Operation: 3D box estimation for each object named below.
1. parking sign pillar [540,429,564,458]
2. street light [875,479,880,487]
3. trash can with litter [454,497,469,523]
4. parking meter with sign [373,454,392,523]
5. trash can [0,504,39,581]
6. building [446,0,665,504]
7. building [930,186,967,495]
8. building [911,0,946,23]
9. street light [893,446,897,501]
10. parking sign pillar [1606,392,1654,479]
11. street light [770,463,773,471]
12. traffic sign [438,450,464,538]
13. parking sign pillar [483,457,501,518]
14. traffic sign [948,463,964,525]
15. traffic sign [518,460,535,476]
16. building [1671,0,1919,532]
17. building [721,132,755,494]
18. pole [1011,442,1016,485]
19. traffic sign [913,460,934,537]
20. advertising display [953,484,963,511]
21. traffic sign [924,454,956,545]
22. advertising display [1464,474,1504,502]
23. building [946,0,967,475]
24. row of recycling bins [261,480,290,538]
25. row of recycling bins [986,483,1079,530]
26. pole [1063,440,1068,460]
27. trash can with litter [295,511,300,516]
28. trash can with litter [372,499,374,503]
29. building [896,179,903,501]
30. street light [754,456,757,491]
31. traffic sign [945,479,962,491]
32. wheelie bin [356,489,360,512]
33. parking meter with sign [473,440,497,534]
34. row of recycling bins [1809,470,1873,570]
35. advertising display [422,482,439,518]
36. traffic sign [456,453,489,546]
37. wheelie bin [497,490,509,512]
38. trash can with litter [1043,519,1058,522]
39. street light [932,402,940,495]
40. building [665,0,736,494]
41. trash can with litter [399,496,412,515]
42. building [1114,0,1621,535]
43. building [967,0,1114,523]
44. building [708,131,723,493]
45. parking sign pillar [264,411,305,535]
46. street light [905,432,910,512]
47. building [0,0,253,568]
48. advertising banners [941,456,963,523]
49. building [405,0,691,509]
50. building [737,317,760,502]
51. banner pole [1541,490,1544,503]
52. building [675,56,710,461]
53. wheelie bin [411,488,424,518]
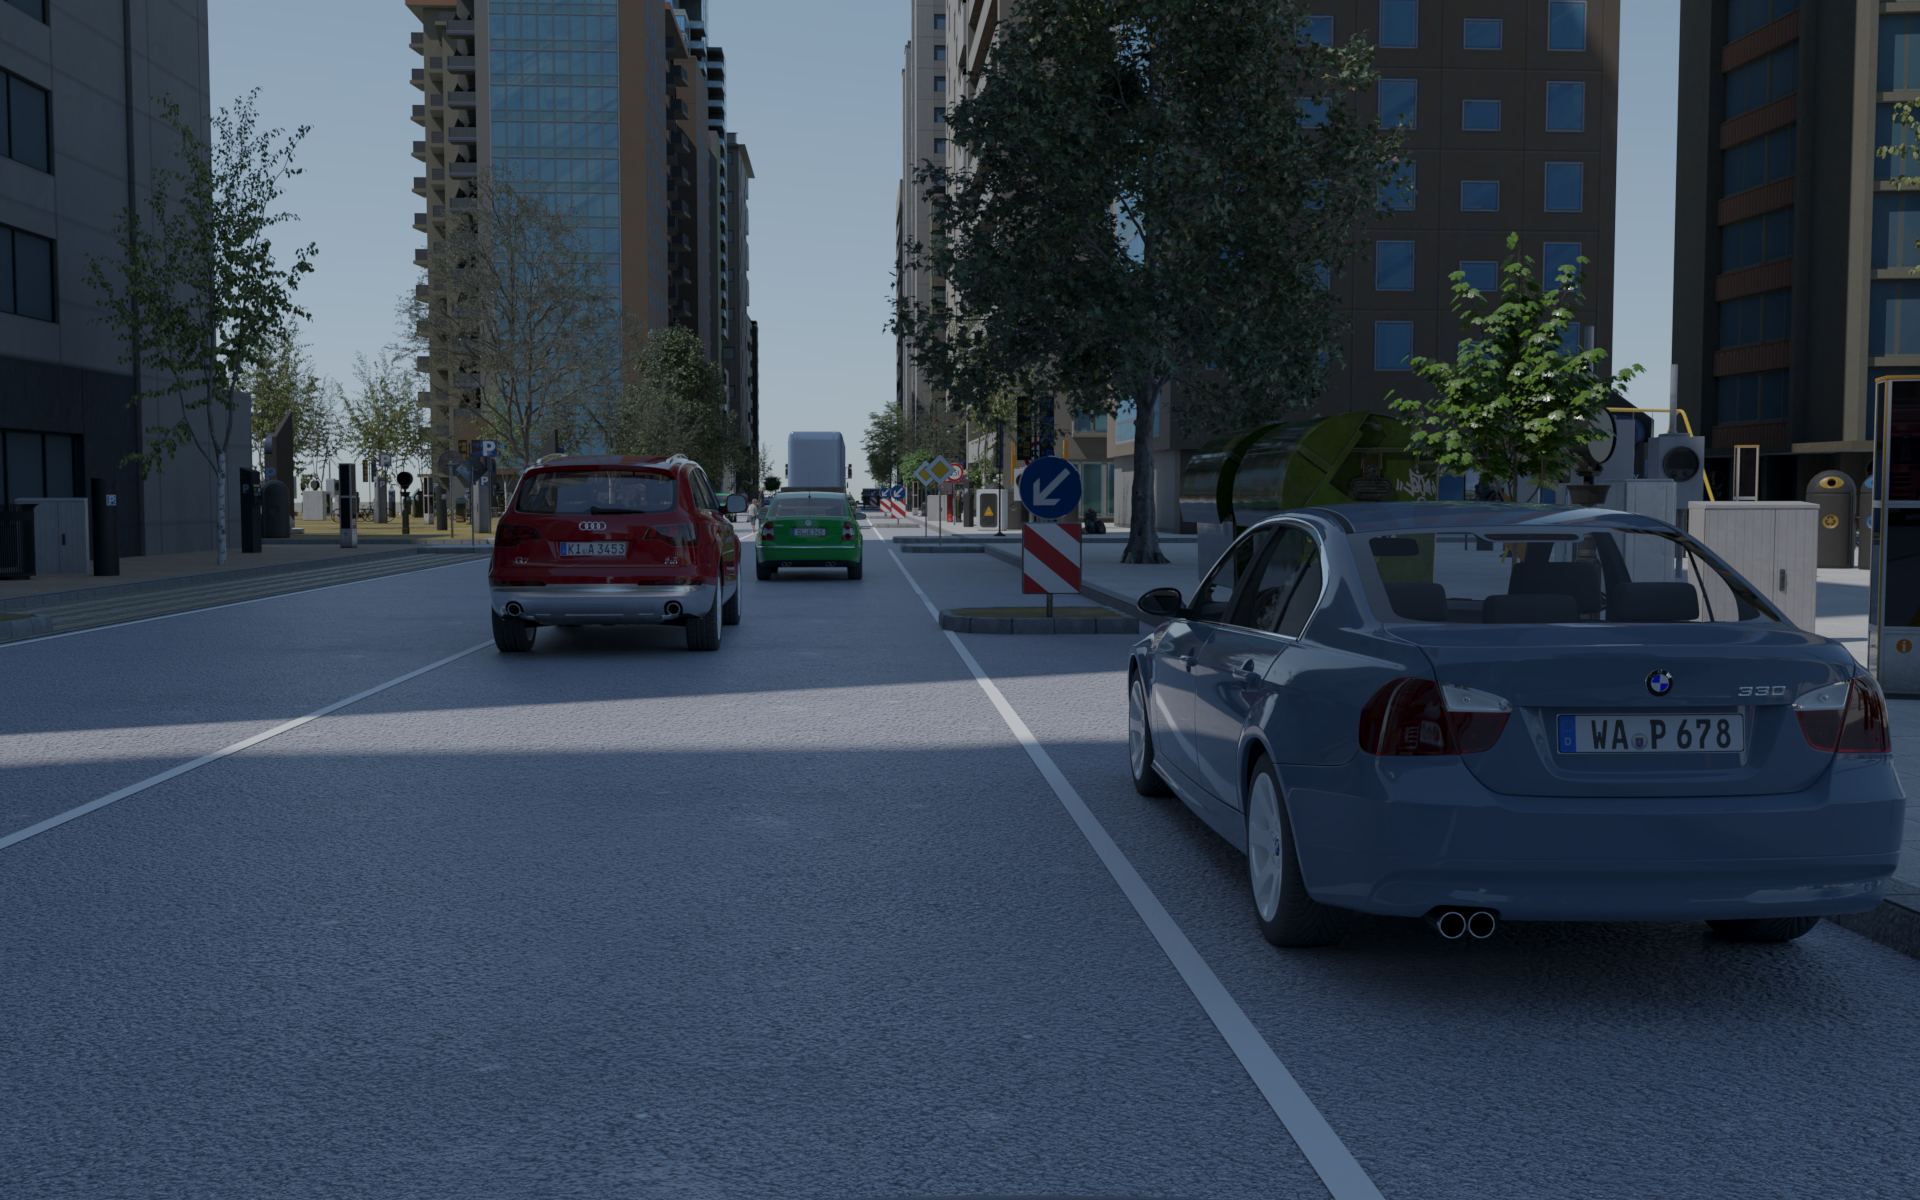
[{"bbox_3d":[-17.101,-5.146,72.617,1.447,3.967,1.447,-3,5,-42],"label":"parking sign pillar"},{"bbox_3d":[-13.935,-19.128,285.529,0.468,5.910,1.993,0,4,-4],"label":"street light"},{"bbox_3d":[-22.470,-4.080,78.097,0.624,1.170,1.055,-1,4,-14],"label":"trash can with litter"},{"bbox_3d":[-25.532,-4.901,76.386,0.543,3.016,1.738,-2,4,-31],"label":"parking meter with sign"},{"bbox_3d":[-14.163,-0.870,25.875,0.748,1.137,0.748,0,3,0],"label":"trash can"},{"bbox_3d":[-29.910,-29.435,131.380,14.600,45.320,14.200,0,4,-4],"label":"building"},{"bbox_3d":[4.033,-24.051,164.934,14.160,30.474,14.107,0,4,-4],"label":"building"},{"bbox_3d":[5.296,-39.347,185.322,21.231,58.520,28.212,0,4,-4],"label":"building"},{"bbox_3d":[-6.080,-11.610,162.614,0.468,5.910,1.993,0,4,-4],"label":"street light"},{"bbox_3d":[16.399,-3.319,42.731,1.447,3.967,1.447,-3,4,-37],"label":"parking sign pillar"},{"bbox_3d":[-27.222,-16.916,249.355,0.468,5.910,1.993,0,4,-4],"label":"street light"},{"bbox_3d":[-14.755,-3.067,50.259,0.768,2.556,0.104,0,4,-1],"label":"traffic sign"},{"bbox_3d":[-25.609,-6.475,94.339,1.447,3.967,1.447,0,4,-1],"label":"parking sign pillar"},{"bbox_3d":[-0.227,-4.356,71.327,0.768,2.556,0.104,0,4,0],"label":"traffic sign"},{"bbox_3d":[-12.533,-2.878,50.701,0.795,2.450,0.064,0,4,-4],"label":"traffic sign"},{"bbox_3d":[42.467,-25.172,66.192,28.867,44.769,22.147,0,4,-4],"label":"building"},{"bbox_3d":[-45.059,-40.718,254.981,28.713,52.752,27.495,0,4,-4],"label":"building"},{"bbox_3d":[2.086,-4.497,67.370,0.158,3.312,0.155,0,3,0],"label":"pole"},{"bbox_3d":[-1.011,-2.922,51.414,0.795,2.450,0.064,0,4,-4],"label":"traffic sign"},{"bbox_3d":[0.011,-6.681,114.447,0.974,1.923,0.123,-1,4,-13],"label":"advertising display"},{"bbox_3d":[-0.502,-2.434,43.445,0.795,2.450,0.064,0,4,-4],"label":"traffic sign"},{"bbox_3d":[11.898,-2.079,39.199,0.974,1.923,0.123,2,4,29],"label":"advertising display"},{"bbox_3d":[12.937,-33.931,144.017,28.713,52.752,27.495,0,4,-4],"label":"building"},{"bbox_3d":[-21.298,-2.670,50.767,3.534,1.692,1.069,1,4,12],"label":"row of recycling bins"},{"bbox_3d":[2.555,-3.366,62.153,3.534,1.692,1.069,1,4,18],"label":"row of recycling bins"},{"bbox_3d":[3.985,-4.383,65.505,0.158,3.312,0.155,0,3,0],"label":"pole"},{"bbox_3d":[-38.665,-5.416,99.945,1.055,1.170,0.624,-1,4,-11],"label":"trash can with litter"},{"bbox_3d":[-33.442,-5.395,99.593,0.624,1.170,1.055,-1,4,-15],"label":"trash can with litter"},{"bbox_3d":[1.618,-38.497,253.132,21.300,48.544,21.600,0,4,-4],"label":"building"},{"bbox_3d":[-24.812,-14.532,210.389,0.468,5.910,1.993,0,4,-4],"label":"street light"},{"bbox_3d":[-0.359,-4.843,79.189,0.884,2.594,0.081,0,4,1],"label":"traffic sign"},{"bbox_3d":[-41.107,-6.699,117.438,0.980,1.594,0.693,3,4,37],"label":"wheelie bin"},{"bbox_3d":[-15.568,-3.684,56.492,0.543,3.016,1.738,-2,4,-29],"label":"parking meter with sign"},{"bbox_3d":[15.854,-1.335,28.937,1.069,1.692,3.534,-2,4,-32],"label":"row of recycling bins"},{"bbox_3d":[-28.188,-5.325,92.282,0.123,1.923,0.974,3,5,42],"label":"advertising display"},{"bbox_3d":[-12.024,-2.391,42.732,0.795,2.450,0.064,0,4,-4],"label":"traffic sign"},{"bbox_3d":[-32.839,-7.123,124.366,0.980,1.594,0.693,-1,4,-11],"label":"wheelie bin"},{"bbox_3d":[3.230,-2.807,57.279,1.055,1.170,0.624,0,4,6],"label":"trash can with litter"},{"bbox_3d":[-1.213,-6.988,87.045,0.468,5.910,1.993,0,4,-4],"label":"street light"},{"bbox_3d":[-40.302,-55.774,224.576,22.319,86.520,31.000,0,4,-4],"label":"building"},{"bbox_3d":[-34.351,-5.874,107.425,0.624,1.170,1.055,1,4,11],"label":"trash can with litter"},{"bbox_3d":[13.236,-25.100,60.494,14.200,45.320,14.600,0,4,-4],"label":"building"},{"bbox_3d":[11.671,-28.288,86.217,21.300,48.544,21.600,0,4,-4],"label":"building"},{"bbox_3d":[-33.585,-30.914,189.045,14.154,41.232,14.086,0,4,-4],"label":"building"},{"bbox_3d":[-21.738,-4.087,55.295,1.447,3.967,1.447,0,4,1],"label":"parking sign pillar"},{"bbox_3d":[-3.794,-9.378,126.120,0.468,5.910,1.993,0,4,-4],"label":"street light"},{"bbox_3d":[-26.836,-36.147,29.248,20.611,71.187,20.563,0,4,-4],"label":"building"},{"bbox_3d":[-0.443,-5.012,78.135,0.090,3.025,2.074,-2,4,-31],"label":"advertising banners"},{"bbox_3d":[-35.534,-30.456,152.576,22.147,44.769,28.867,0,4,-4],"label":"building"},{"bbox_3d":[-39.543,-30.900,276.917,14.160,30.474,14.107,0,4,-4],"label":"building"},{"bbox_3d":[17.347,-3.808,52.277,0.863,3.779,0.401,0,4,7],"label":"banner pole"},{"bbox_3d":[-32.712,-32.059,174.276,14.600,45.320,14.200,0,4,-4],"label":"building"},{"bbox_3d":[-29.311,-5.251,93.755,0.693,1.594,0.980,-2,4,-28],"label":"wheelie bin"}]
